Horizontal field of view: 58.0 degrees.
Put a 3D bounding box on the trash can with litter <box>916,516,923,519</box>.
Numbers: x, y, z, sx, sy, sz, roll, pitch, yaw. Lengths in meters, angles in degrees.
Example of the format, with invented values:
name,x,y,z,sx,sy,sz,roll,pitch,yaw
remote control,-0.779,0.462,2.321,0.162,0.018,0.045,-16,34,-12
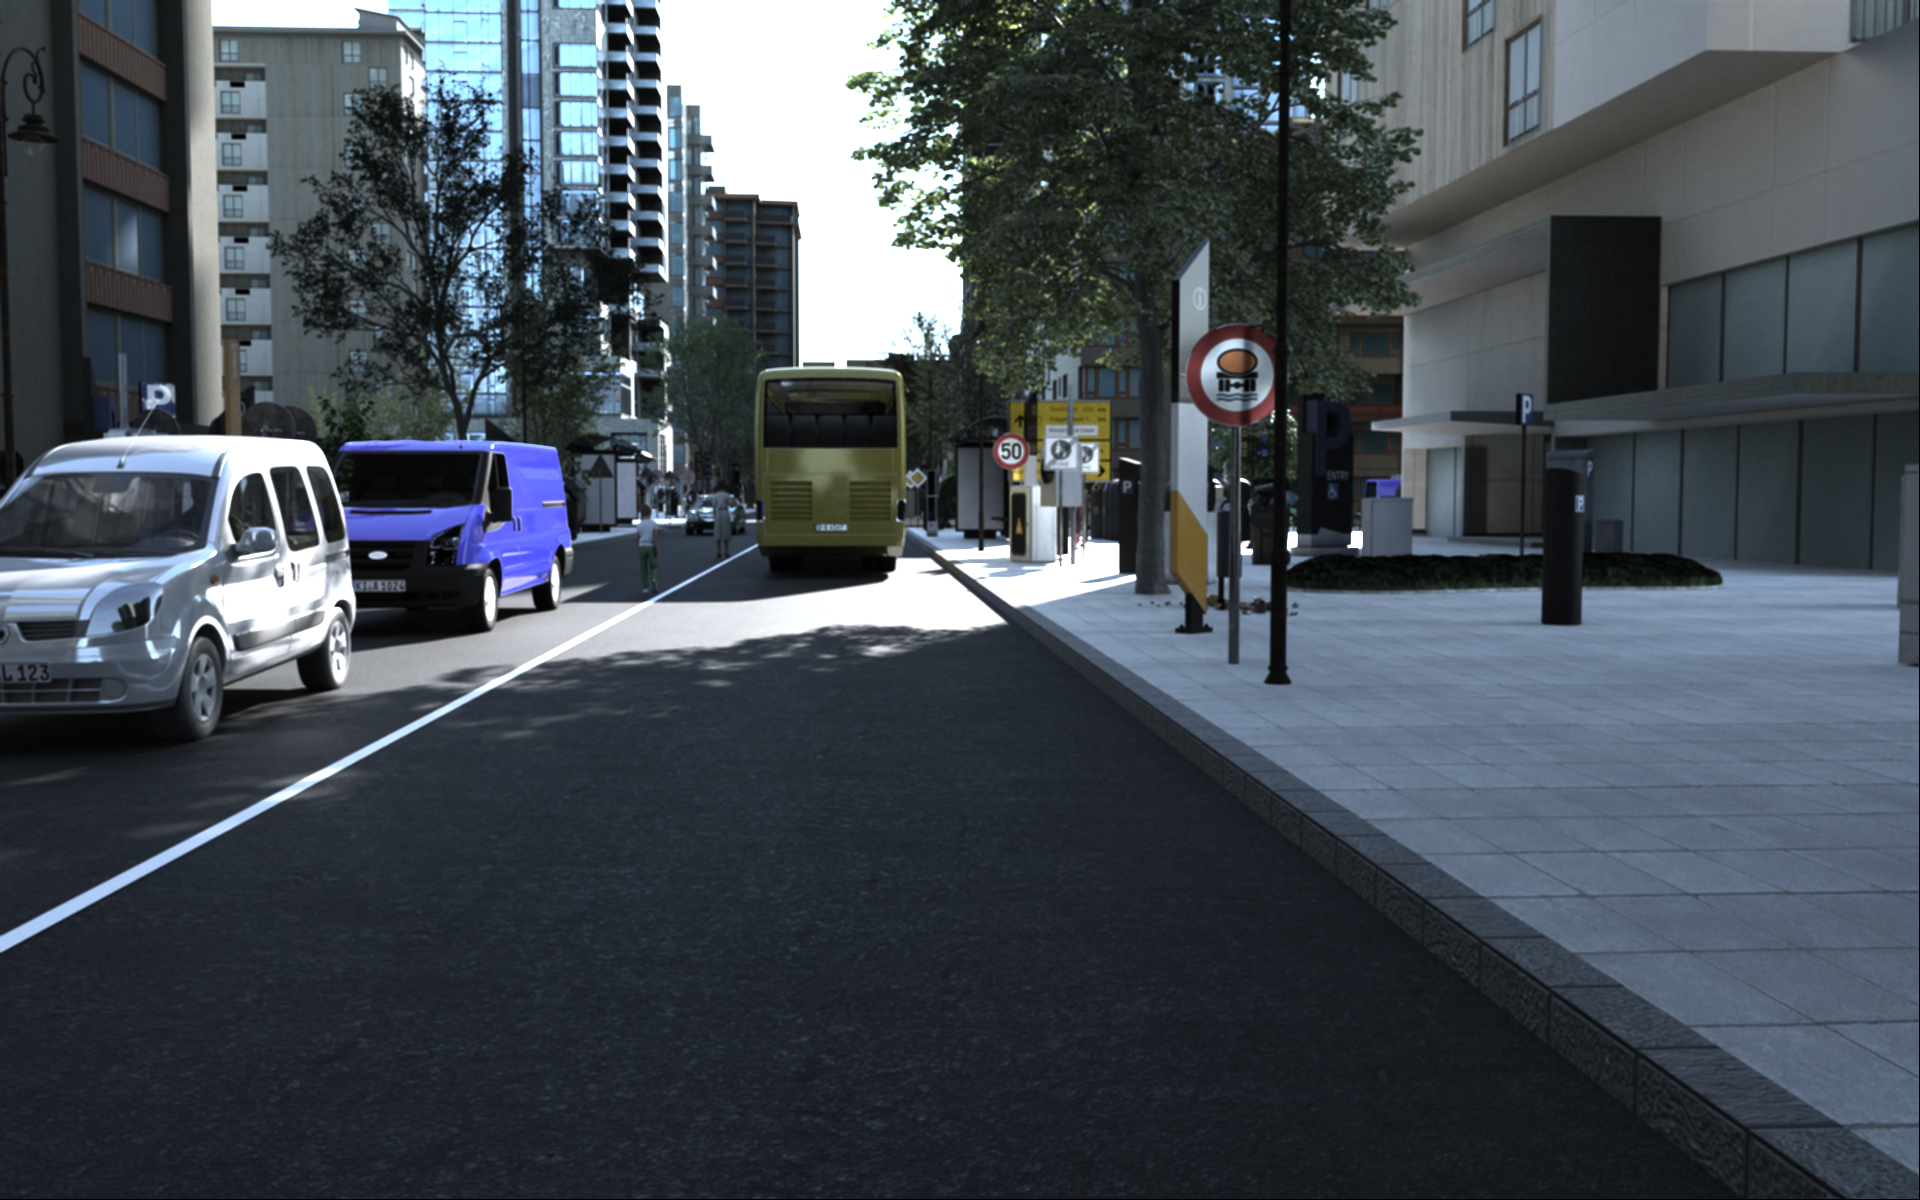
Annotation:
name,x,y,z,sx,sy,sz,roll,pitch,yaw
trash can with litter,-1.779,-4.759,88.873,1.678,1.210,2.233,2,4,24

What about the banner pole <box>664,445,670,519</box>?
name,x,y,z,sx,sy,sz,roll,pitch,yaw
banner pole,-15.080,-6.049,88.912,0.401,3.779,0.863,0,4,-7

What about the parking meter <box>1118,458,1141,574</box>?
name,x,y,z,sx,sy,sz,roll,pitch,yaw
parking meter,2.780,-1.362,27.975,0.399,1.863,0.255,3,5,40

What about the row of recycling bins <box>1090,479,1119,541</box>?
name,x,y,z,sx,sy,sz,roll,pitch,yaw
row of recycling bins,4.462,-2.539,48.629,1.069,1.692,3.534,-1,4,-9

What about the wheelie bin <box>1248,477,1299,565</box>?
name,x,y,z,sx,sy,sz,roll,pitch,yaw
wheelie bin,5.673,-1.445,31.526,0.980,1.594,0.693,2,4,25

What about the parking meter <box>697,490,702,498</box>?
name,x,y,z,sx,sy,sz,roll,pitch,yaw
parking meter,-17.694,-6.692,117.824,0.372,1.533,0.369,0,3,0

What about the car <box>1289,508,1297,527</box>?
name,x,y,z,sx,sy,sz,roll,pitch,yaw
car,11.439,-3.671,68.809,4.718,1.807,1.959,0,4,-5

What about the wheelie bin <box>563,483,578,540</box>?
name,x,y,z,sx,sy,sz,roll,pitch,yaw
wheelie bin,-11.051,-2.470,48.299,0.693,1.594,0.980,-2,4,-27

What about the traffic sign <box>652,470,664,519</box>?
name,x,y,z,sx,sy,sz,roll,pitch,yaw
traffic sign,-15.889,-5.551,90.864,0.768,2.556,0.104,0,4,1

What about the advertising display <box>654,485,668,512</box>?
name,x,y,z,sx,sy,sz,roll,pitch,yaw
advertising display,-21.437,-7.274,124.137,0.974,1.923,0.123,0,4,-7

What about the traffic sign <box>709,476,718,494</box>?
name,x,y,z,sx,sy,sz,roll,pitch,yaw
traffic sign,-17.321,-7.421,121.433,0.768,2.556,0.104,0,4,6

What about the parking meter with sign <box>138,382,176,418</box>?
name,x,y,z,sx,sy,sz,roll,pitch,yaw
parking meter with sign,-13.200,-1.921,27.671,1.738,3.016,0.543,3,4,38

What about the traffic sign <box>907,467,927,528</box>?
name,x,y,z,sx,sy,sz,roll,pitch,yaw
traffic sign,-1.594,-3.767,65.236,0.795,2.450,0.064,0,4,-3

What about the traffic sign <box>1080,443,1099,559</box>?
name,x,y,z,sx,sy,sz,roll,pitch,yaw
traffic sign,2.452,-1.966,34.273,0.606,2.300,0.079,0,4,2

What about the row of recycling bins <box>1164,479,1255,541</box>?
name,x,y,z,sx,sy,sz,roll,pitch,yaw
row of recycling bins,7.274,-2.499,47.967,3.534,1.692,1.069,2,4,32

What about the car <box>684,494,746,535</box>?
name,x,y,z,sx,sy,sz,roll,pitch,yaw
car,-8.744,-3.083,62.202,2.131,1.459,4.920,0,4,-2

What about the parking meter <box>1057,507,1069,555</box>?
name,x,y,z,sx,sy,sz,roll,pitch,yaw
parking meter,2.122,-1.729,36.687,0.372,1.533,0.369,0,3,0

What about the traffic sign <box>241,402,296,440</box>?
name,x,y,z,sx,sy,sz,roll,pitch,yaw
traffic sign,-9.551,-1.455,23.900,0.768,2.556,0.104,0,4,-2

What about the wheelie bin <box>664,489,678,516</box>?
name,x,y,z,sx,sy,sz,roll,pitch,yaw
wheelie bin,-17.237,-5.859,103.703,0.693,1.594,0.980,3,4,38

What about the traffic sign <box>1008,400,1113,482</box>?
name,x,y,z,sx,sy,sz,roll,pitch,yaw
traffic sign,2.161,-2.665,37.447,2.265,3.308,0.079,0,4,-2

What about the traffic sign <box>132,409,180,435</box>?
name,x,y,z,sx,sy,sz,roll,pitch,yaw
traffic sign,-12.015,-1.576,25.874,0.768,2.556,0.104,0,4,5

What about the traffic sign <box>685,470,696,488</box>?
name,x,y,z,sx,sy,sz,roll,pitch,yaw
traffic sign,-14.300,-5.572,91.202,0.768,2.556,0.104,0,4,2

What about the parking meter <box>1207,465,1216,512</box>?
name,x,y,z,sx,sy,sz,roll,pitch,yaw
parking meter,4.324,-1.531,30.746,0.399,1.863,0.255,0,4,3

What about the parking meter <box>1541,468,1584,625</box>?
name,x,y,z,sx,sy,sz,roll,pitch,yaw
parking meter,5.936,-0.529,17.052,0.372,1.533,0.369,0,3,0

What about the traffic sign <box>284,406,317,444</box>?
name,x,y,z,sx,sy,sz,roll,pitch,yaw
traffic sign,-9.661,-1.524,25.018,0.768,2.556,0.104,0,4,1

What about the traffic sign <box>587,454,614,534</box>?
name,x,y,z,sx,sy,sz,roll,pitch,yaw
traffic sign,-11.603,-3.420,55.921,0.884,2.594,0.081,0,4,3

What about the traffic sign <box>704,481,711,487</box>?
name,x,y,z,sx,sy,sz,roll,pitch,yaw
traffic sign,-17.872,-7.558,123.674,0.768,2.556,0.104,0,4,6

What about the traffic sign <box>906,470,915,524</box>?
name,x,y,z,sx,sy,sz,roll,pitch,yaw
traffic sign,-2.082,-4.255,73.206,0.795,2.450,0.064,0,4,-3

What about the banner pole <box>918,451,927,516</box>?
name,x,y,z,sx,sy,sz,roll,pitch,yaw
banner pole,-2.218,-6.803,101.250,0.863,3.779,0.401,-3,5,-44

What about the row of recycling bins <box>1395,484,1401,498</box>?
name,x,y,z,sx,sy,sz,roll,pitch,yaw
row of recycling bins,16.717,-3.412,62.901,1.069,1.692,3.534,3,4,36

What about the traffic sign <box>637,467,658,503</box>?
name,x,y,z,sx,sy,sz,roll,pitch,yaw
traffic sign,-11.671,-3.731,64.641,0.795,2.450,0.064,0,4,-3

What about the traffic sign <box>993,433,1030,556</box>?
name,x,y,z,sx,sy,sz,roll,pitch,yaw
traffic sign,1.063,-2.196,36.009,0.768,2.556,0.104,0,4,1

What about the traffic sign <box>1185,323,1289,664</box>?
name,x,y,z,sx,sy,sz,roll,pitch,yaw
traffic sign,2.072,-0.790,13.029,0.768,2.556,0.104,0,4,4

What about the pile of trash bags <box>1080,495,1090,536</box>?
name,x,y,z,sx,sy,sz,roll,pitch,yaw
pile of trash bags,4.843,-2.751,54.729,3.447,1.369,1.912,-3,5,-42

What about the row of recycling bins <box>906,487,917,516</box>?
name,x,y,z,sx,sy,sz,roll,pitch,yaw
row of recycling bins,-3.136,-5.910,103.734,1.069,1.692,3.534,0,4,-5

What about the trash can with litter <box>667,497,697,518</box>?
name,x,y,z,sx,sy,sz,roll,pitch,yaw
trash can with litter,-14.584,-4.991,92.659,2.233,1.210,1.678,1,4,23

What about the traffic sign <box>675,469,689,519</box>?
name,x,y,z,sx,sy,sz,roll,pitch,yaw
traffic sign,-14.131,-5.376,88.010,0.768,2.556,0.104,0,4,-3

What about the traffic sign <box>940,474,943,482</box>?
name,x,y,z,sx,sy,sz,roll,pitch,yaw
traffic sign,-1.337,-6.560,107.357,0.768,2.556,0.104,0,4,-3

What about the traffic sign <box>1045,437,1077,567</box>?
name,x,y,z,sx,sy,sz,roll,pitch,yaw
traffic sign,1.777,-1.738,30.544,0.606,2.300,0.079,0,4,2

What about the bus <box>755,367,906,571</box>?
name,x,y,z,sx,sy,sz,roll,pitch,yaw
bus,-2.553,-2.658,35.013,2.896,3.916,12.252,0,4,-4

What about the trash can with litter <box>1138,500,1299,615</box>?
name,x,y,z,sx,sy,sz,roll,pitch,yaw
trash can with litter,3.032,-0.501,19.252,1.678,1.210,2.233,-1,4,-12

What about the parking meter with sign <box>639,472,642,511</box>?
name,x,y,z,sx,sy,sz,roll,pitch,yaw
parking meter with sign,-25.049,-8.447,134.375,0.543,3.016,1.738,2,4,25

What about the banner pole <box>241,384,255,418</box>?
name,x,y,z,sx,sy,sz,roll,pitch,yaw
banner pole,-16.148,-3.005,39.150,0.401,3.779,0.863,2,4,28

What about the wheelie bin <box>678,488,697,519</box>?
name,x,y,z,sx,sy,sz,roll,pitch,yaw
wheelie bin,-14.085,-5.049,90.462,0.693,1.594,0.980,-2,4,-28

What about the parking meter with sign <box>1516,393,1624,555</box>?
name,x,y,z,sx,sy,sz,roll,pitch,yaw
parking meter with sign,10.431,-2.039,29.605,1.738,3.016,0.543,3,5,40

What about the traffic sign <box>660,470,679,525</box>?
name,x,y,z,sx,sy,sz,roll,pitch,yaw
traffic sign,-12.159,-4.218,72.612,0.795,2.450,0.064,0,4,-3
